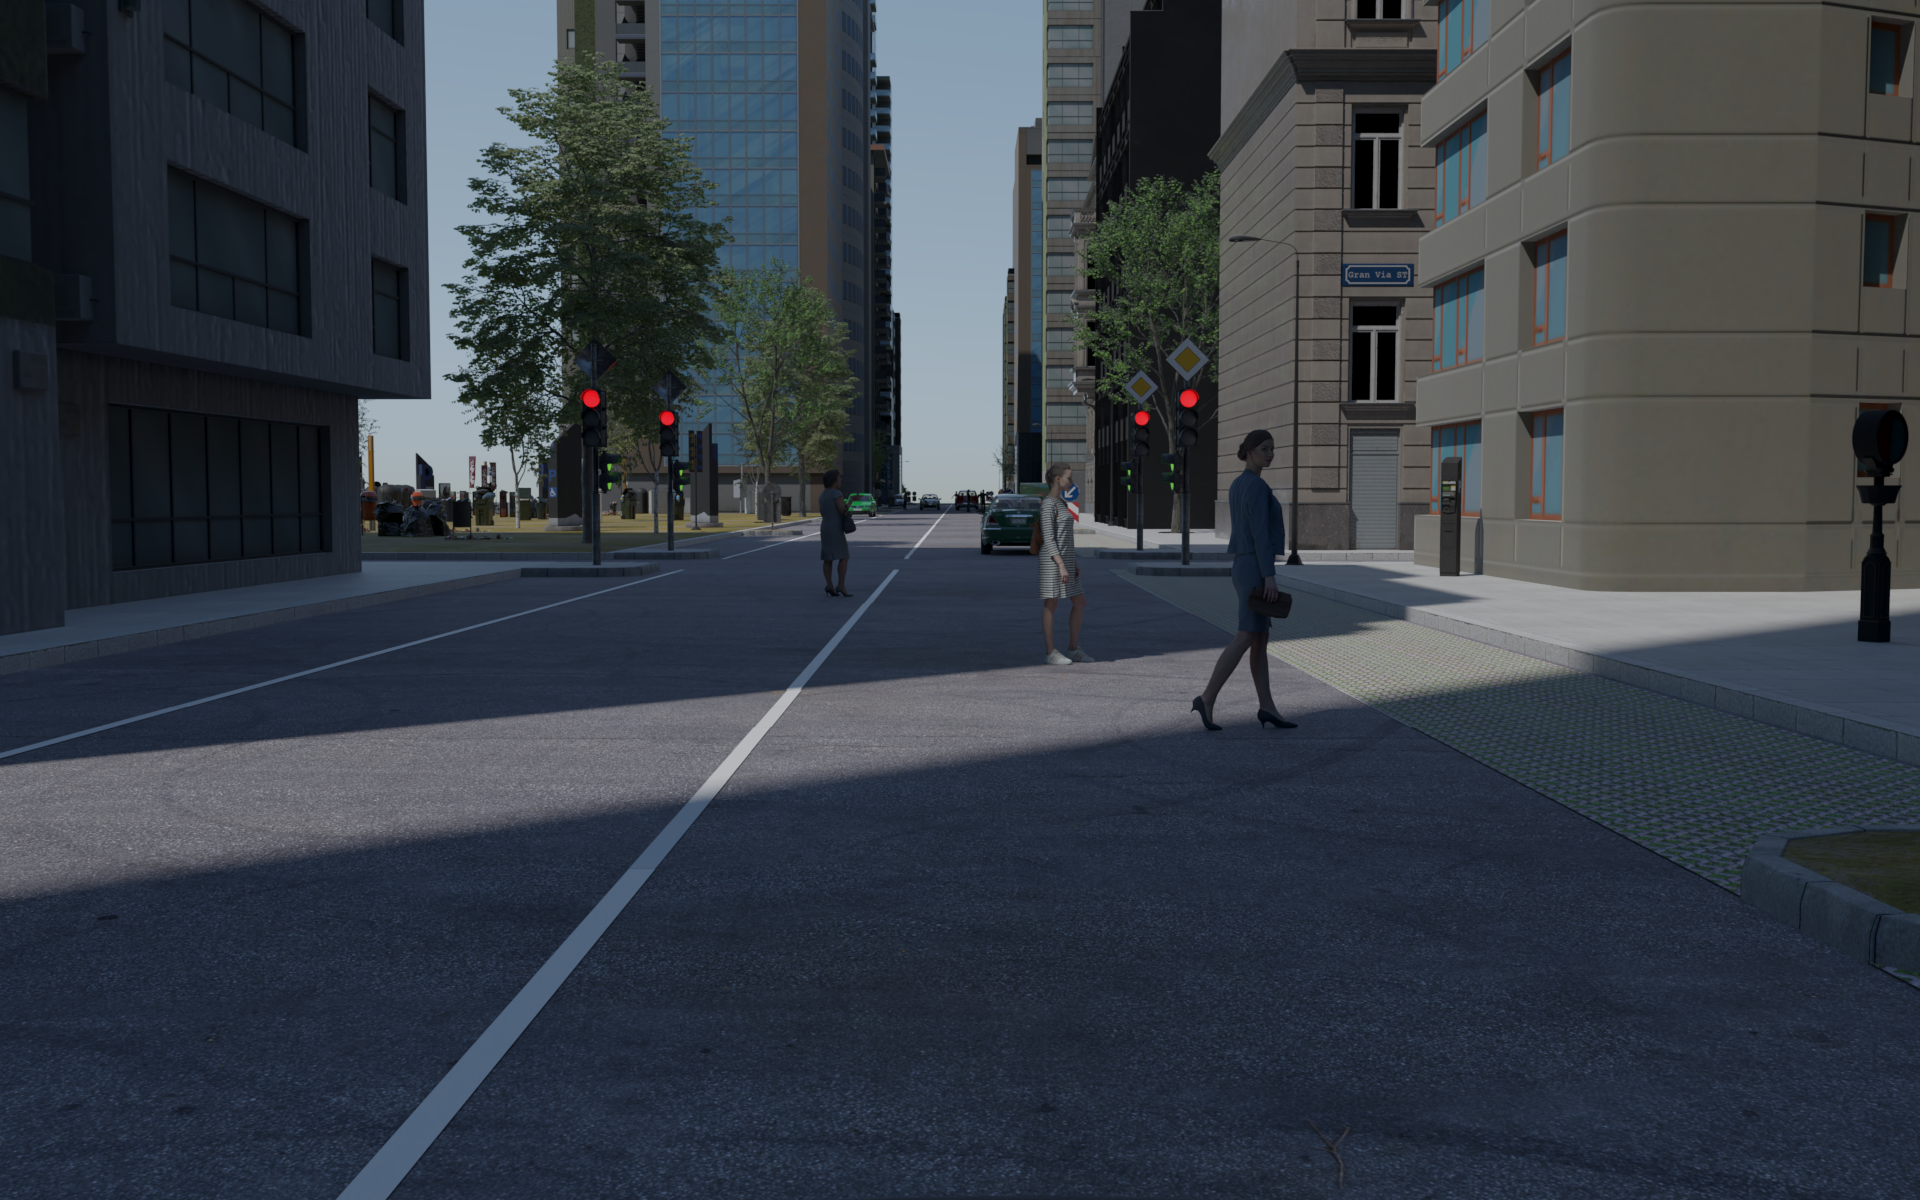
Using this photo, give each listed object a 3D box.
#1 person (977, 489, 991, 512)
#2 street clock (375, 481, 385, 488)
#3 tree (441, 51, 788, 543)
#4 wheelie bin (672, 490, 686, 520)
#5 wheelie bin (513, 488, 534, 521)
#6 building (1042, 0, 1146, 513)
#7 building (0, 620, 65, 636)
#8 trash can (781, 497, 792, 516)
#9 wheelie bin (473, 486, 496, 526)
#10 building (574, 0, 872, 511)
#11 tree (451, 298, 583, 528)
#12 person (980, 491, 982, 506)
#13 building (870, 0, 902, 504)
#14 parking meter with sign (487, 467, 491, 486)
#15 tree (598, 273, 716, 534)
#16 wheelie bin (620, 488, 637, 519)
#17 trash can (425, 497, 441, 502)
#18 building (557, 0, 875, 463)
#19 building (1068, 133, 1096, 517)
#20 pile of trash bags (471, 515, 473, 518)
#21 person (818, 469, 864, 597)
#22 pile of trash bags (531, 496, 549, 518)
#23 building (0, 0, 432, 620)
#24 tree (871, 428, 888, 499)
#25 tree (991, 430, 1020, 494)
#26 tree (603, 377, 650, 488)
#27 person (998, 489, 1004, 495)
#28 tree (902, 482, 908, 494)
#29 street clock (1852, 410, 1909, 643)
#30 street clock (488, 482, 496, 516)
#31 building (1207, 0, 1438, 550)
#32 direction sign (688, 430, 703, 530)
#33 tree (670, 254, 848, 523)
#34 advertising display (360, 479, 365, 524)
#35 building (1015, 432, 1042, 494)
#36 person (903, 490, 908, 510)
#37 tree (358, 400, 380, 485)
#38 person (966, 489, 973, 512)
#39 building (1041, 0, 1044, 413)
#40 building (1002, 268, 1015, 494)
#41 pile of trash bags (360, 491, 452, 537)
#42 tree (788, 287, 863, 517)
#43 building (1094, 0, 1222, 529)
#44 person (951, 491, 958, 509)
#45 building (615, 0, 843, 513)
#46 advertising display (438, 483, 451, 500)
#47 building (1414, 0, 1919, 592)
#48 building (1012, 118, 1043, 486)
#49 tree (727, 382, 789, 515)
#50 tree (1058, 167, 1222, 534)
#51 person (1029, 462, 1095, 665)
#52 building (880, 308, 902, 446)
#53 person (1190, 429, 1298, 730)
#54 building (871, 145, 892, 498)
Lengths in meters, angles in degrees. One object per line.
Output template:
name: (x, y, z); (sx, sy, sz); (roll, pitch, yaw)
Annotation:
person: (1.906, -8.068, 140.544); (1.348, 1.807, 0.705); (2, 4, 28)
street clock: (-32.794, -5.680, 97.434); (0.471, 2.002, 0.358); (-1, 4, -12)
tree: (-9.283, -7.760, 45.006); (7.486, 12.596, 7.792); (0, 3, 0)
wheelie bin: (-13.967, -4.746, 85.497); (0.693, 1.594, 0.980); (-3, 4, -37)
wheelie bin: (-21.140, -4.651, 83.956); (0.980, 1.594, 0.693); (-1, 4, -13)
building: (12.880, -26.927, 123.857); (14.154, 41.232, 14.086); (0, 3, 0)
building: (-15.689, -14.513, 8.994); (14.160, 30.474, 14.107); (0, 3, 0)
trash can: (-10.103, -5.444, 100.654); (0.748, 1.137, 0.748); (0, 3, 0)
wheelie bin: (-19.227, -3.799, 70.028); (0.980, 1.594, 0.693); (0, 4, 7)
building: (-18.602, -36.772, 143.219); (21.231, 58.520, 28.212); (0, 3, 0)
tree: (-16.617, -6.979, 64.474); (4.360, 8.622, 3.978); (0, 3, 0)
person: (2.618, -12.518, 213.188); (0.705, 1.822, 1.348); (-2, 4, -32)
building: (-19.087, -56.776, 240.958); (22.319, 86.520, 31.000); (0, 3, 0)
parking meter with sign: (-30.747, -7.126, 112.769); (0.543, 3.016, 1.738); (-2, 4, -27)
tree: (-9.854, -6.451, 55.842); (4.360, 8.622, 3.978); (0, 3, 0)
wheelie bin: (-16.770, -4.887, 87.804); (0.693, 1.594, 0.980); (2, 4, 25)
trash can: (-23.845, -4.080, 78.369); (0.748, 1.137, 0.748); (0, 3, 0)
building: (-23.307, -35.618, 171.588); (28.713, 52.752, 27.495); (0, 3, 0)
building: (13.348, -16.947, 96.166); (14.460, 24.649, 34.723); (0, 3, 0)
pile of trash bags: (-27.373, -5.015, 91.749); (3.447, 1.369, 1.912); (3, 5, 42)
person: (-1.644, -0.941, 24.241); (0.532, 1.782, 0.716); (-3, 4, -39)
pile of trash bags: (-23.385, -5.559, 100.638); (1.912, 1.369, 3.447); (-3, 4, -38)
building: (-15.828, -15.459, 24.459); (14.107, 30.474, 14.160); (0, 3, 0)
tree: (-9.628, -14.678, 190.349); (4.737, 8.622, 4.395); (0, 3, 0)
tree: (5.994, -15.148, 198.029); (4.360, 8.622, 3.978); (0, 3, 0)
tree: (-18.808, -8.957, 96.811); (4.737, 8.622, 4.395); (0, 3, 0)
person: (2.863, -6.854, 120.699); (1.348, 1.807, 0.705); (-2, 4, -25)
tree: (-9.019, -17.086, 273.957); (1.663, 3.219, 1.824); (0, 3, 0)
street clock: (7.944, -0.638, 14.994); (0.471, 2.002, 0.358); (-2, 4, -30)
street clock: (-27.397, -5.934, 101.594); (0.471, 2.002, 0.358); (-1, 4, -11)
building: (19.599, -15.104, 44.209); (25.104, 27.353, 12.463); (0, 3, 0)
direction sign: (-9.420, -4.266, 61.739); (0.379, 3.537, 0.876); (2, 4, 24)
tree: (-8.666, -9.227, 76.612); (9.928, 11.665, 9.643); (0, 3, 0)
advertising display: (-25.464, -4.190, 73.723); (0.123, 1.923, 0.974); (-1, 4, -9)
building: (17.220, -52.632, 173.206); (22.319, 86.520, 31.000); (0, 3, 0)
person: (-4.785, -8.959, 155.508); (0.750, 1.759, 0.617); (3, 5, 44)
tree: (-35.582, -9.184, 100.525); (4.360, 8.622, 3.978); (0, 3, 0)
person: (0.706, -7.776, 135.644); (0.705, 1.822, 1.348); (1, 4, 16)
building: (20.823, -33.953, 144.370); (28.713, 52.752, 27.495); (0, 3, 0)
building: (12.917, -27.525, 221.736); (14.160, 30.474, 14.107); (0, 3, 0)
pile of trash bags: (-17.252, -2.659, 53.223); (3.447, 1.369, 1.912); (2, 4, 32)
tree: (-8.923, -10.829, 95.186); (7.486, 12.596, 7.792); (0, 3, 0)
building: (12.260, -14.715, 70.261); (12.332, 23.373, 15.834); (0, 3, 0)
person: (-0.302, -9.709, 168.026); (1.217, 1.735, 0.721); (2, 4, 25)
building: (-15.765, -28.889, 122.453); (14.600, 45.320, 14.200); (0, 3, 0)
advertising display: (-29.800, -5.808, 100.175); (0.123, 1.923, 0.974); (1, 4, 21)
building: (22.101, -10.489, 16.534); (27.650, 21.520, 28.899); (0, 3, 0)
building: (13.613, -34.052, 206.868); (14.600, 45.320, 14.200); (0, 3, 0)
tree: (-12.473, -9.552, 106.533); (4.360, 8.622, 3.978); (0, 3, 0)
tree: (7.065, -7.975, 56.148); (9.928, 11.665, 9.643); (0, 3, 0)
person: (0.830, -0.312, 14.598); (0.522, 1.701, 0.512); (1, 4, 20)
building: (-16.219, -30.182, 265.179); (14.160, 30.474, 14.107); (0, 3, 0)
person: (1.740, -0.124, 10.546); (0.654, 1.822, 0.581); (1, 4, 9)
building: (-19.807, -34.112, 212.355); (22.147, 44.769, 28.867); (0, 3, 0)
